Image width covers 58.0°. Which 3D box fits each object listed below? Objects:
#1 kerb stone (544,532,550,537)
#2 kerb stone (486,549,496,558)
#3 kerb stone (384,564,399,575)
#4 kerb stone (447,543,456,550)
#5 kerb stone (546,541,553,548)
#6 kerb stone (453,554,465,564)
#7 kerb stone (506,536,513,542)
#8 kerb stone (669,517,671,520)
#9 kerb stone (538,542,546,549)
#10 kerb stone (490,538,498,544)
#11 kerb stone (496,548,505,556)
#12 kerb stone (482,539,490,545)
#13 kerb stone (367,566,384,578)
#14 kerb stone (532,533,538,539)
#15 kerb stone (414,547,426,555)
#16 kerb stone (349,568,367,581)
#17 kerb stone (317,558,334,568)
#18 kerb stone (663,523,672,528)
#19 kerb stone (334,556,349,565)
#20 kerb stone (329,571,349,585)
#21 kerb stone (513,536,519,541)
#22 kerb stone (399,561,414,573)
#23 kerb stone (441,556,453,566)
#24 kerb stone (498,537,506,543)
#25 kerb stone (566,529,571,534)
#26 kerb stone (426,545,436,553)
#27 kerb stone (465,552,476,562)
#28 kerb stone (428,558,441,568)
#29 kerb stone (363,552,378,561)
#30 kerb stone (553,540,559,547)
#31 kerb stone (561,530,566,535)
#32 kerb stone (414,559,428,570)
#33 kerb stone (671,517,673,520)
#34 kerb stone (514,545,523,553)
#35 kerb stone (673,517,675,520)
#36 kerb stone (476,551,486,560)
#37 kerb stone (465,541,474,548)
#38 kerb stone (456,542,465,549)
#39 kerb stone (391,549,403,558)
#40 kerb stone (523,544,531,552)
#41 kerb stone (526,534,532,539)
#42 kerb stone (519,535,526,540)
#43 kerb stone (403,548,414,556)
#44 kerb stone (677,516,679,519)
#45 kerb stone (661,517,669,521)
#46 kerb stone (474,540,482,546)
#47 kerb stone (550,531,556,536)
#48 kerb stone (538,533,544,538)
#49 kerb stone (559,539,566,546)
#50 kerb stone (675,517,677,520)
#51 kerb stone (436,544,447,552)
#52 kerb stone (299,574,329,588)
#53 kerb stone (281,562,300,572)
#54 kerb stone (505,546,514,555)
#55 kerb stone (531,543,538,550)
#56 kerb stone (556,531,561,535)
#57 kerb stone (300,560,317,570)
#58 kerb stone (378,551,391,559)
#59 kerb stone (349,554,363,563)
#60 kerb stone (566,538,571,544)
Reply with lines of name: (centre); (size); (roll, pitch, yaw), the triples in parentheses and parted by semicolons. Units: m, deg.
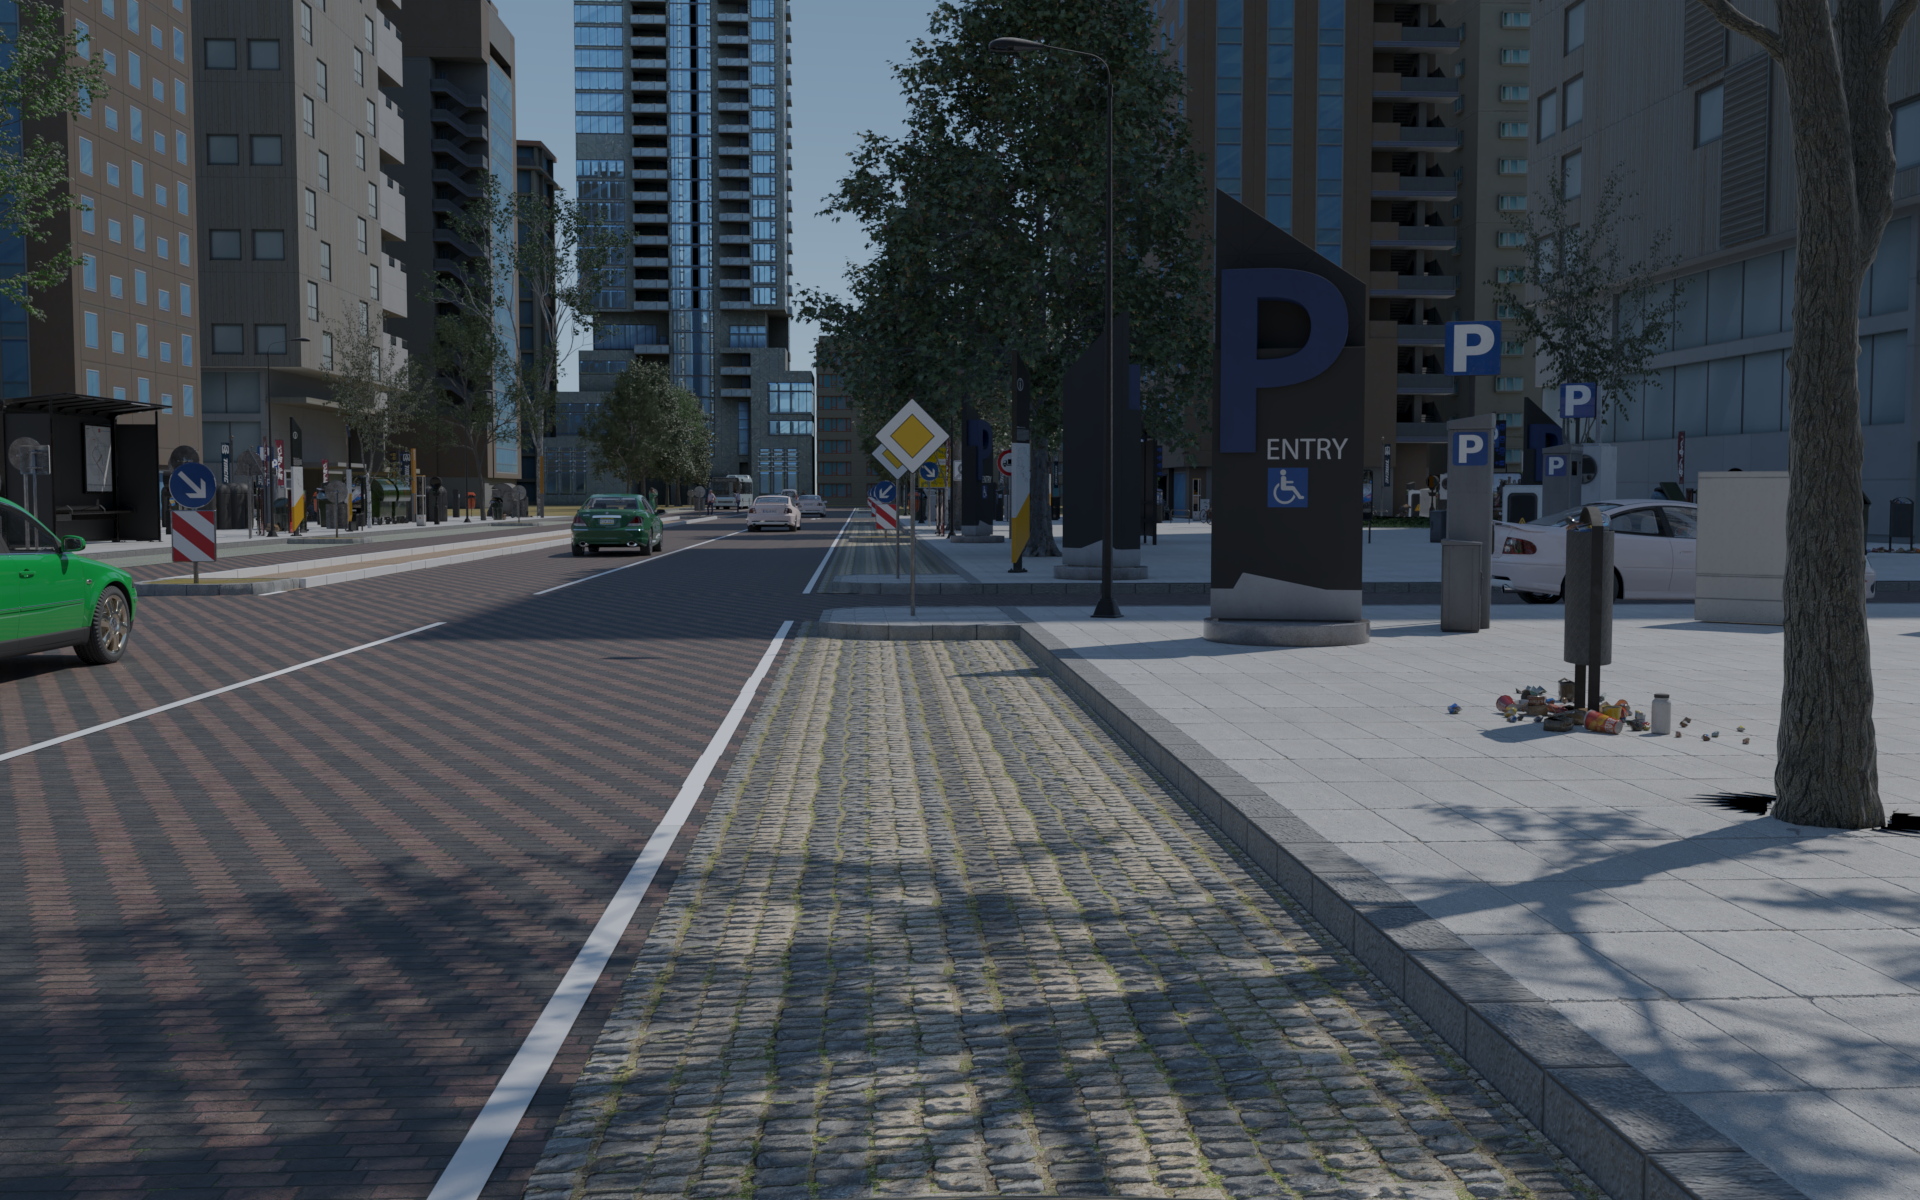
kerb stone: (-13.818, -2.151, 57.382); (0.120, 0.150, 1.000); (0, 4, -3)
kerb stone: (-10.696, -1.032, 39.073); (0.120, 0.150, 1.000); (0, 4, -3)
kerb stone: (-10.242, -0.531, 30.870); (0.120, 0.150, 1.000); (0, 4, -3)
kerb stone: (-13.081, -1.339, 44.095); (0.120, 0.150, 1.000); (0, 4, -3)
kerb stone: (-11.094, -1.470, 46.226); (0.120, 0.150, 1.000); (0, 4, -3)
kerb stone: (-10.520, -0.844, 35.997); (0.120, 0.150, 1.000); (0, 4, -3)
kerb stone: (-13.473, -1.776, 51.250); (0.120, 0.150, 1.000); (0, 4, -3)
kerb stone: (-15.802, -4.343, 93.203); (0.120, 0.150, 1.000); (0, 4, -3)
kerb stone: (-11.031, -1.407, 45.206); (0.120, 0.150, 1.000); (0, 4, -3)
kerb stone: (-13.364, -1.649, 49.208); (0.120, 0.150, 1.000); (0, 4, -3)
kerb stone: (-10.757, -1.092, 40.094); (0.120, 0.150, 1.000); (0, 4, -3)
kerb stone: (-13.310, -1.587, 48.184); (0.120, 0.150, 1.000); (0, 4, -3)
kerb stone: (-10.178, -0.467, 29.850); (0.120, 0.150, 1.000); (0, 4, -3)
kerb stone: (-13.704, -2.027, 55.333); (0.120, 0.150, 1.000); (0, 4, -3)
kerb stone: (-12.901, -1.150, 41.016); (0.120, 0.150, 1.000); (0, 4, -3)
kerb stone: (-10.124, -0.402, 28.830); (0.120, 0.150, 1.000); (0, 4, -3)
kerb stone: (-12.505, -0.711, 33.837); (0.120, 0.150, 1.000); (0, 4, -3)
kerb stone: (-12.684, -3.221, 74.853); (0.120, 0.150, 1.000); (0, 4, -3)
kerb stone: (-12.562, -0.775, 34.864); (0.120, 0.150, 1.000); (0, 4, -3)
kerb stone: (-10.066, -0.343, 27.808); (0.120, 0.150, 1.000); (0, 4, -3)
kerb stone: (-13.538, -1.836, 52.270); (0.120, 0.150, 1.000); (0, 4, -3)
kerb stone: (-10.298, -0.583, 31.894); (0.120, 0.150, 1.000); (0, 4, -3)
kerb stone: (-10.464, -0.776, 34.964); (0.120, 0.150, 1.000); (0, 4, -3)
kerb stone: (-13.418, -1.715, 50.229); (0.120, 0.150, 1.000); (0, 4, -3)
kerb stone: (-14.043, -2.399, 61.480); (0.120, 0.150, 1.000); (0, 4, -3)
kerb stone: (-12.965, -1.213, 42.041); (0.120, 0.150, 1.000); (0, 4, -3)
kerb stone: (-10.578, -0.907, 37.018); (0.120, 0.150, 1.000); (0, 4, -3)
kerb stone: (-10.403, -0.718, 33.943); (0.120, 0.150, 1.000); (0, 4, -3)
kerb stone: (-12.669, -0.901, 36.920); (0.120, 0.150, 1.000); (0, 4, -3)
kerb stone: (-11.147, -1.532, 47.247); (0.120, 0.150, 1.000); (0, 4, -3)
kerb stone: (-13.984, -2.340, 60.458); (0.120, 0.150, 1.000); (0, 4, -3)
kerb stone: (-10.354, -0.656, 32.922); (0.120, 0.150, 1.000); (0, 4, -3)
kerb stone: (-15.864, -4.405, 94.223); (0.120, 0.150, 1.000); (0, 4, -3)
kerb stone: (-10.859, -1.220, 42.136); (0.120, 0.150, 1.000); (0, 4, -3)
kerb stone: (-15.926, -4.468, 95.244); (0.120, 0.150, 1.000); (0, 4, -3)
kerb stone: (-10.635, -0.969, 38.043); (0.120, 0.150, 1.000); (0, 4, -3)
kerb stone: (-13.195, -1.465, 46.140); (0.120, 0.150, 1.000); (0, 4, -3)
kerb stone: (-13.136, -1.402, 45.120); (0.120, 0.150, 1.000); (0, 4, -3)
kerb stone: (-12.794, -1.026, 38.968); (0.120, 0.150, 1.000); (0, 4, -3)
kerb stone: (-10.913, -1.282, 43.158); (0.120, 0.150, 1.000); (0, 4, -3)
kerb stone: (-13.648, -1.964, 54.311); (0.120, 0.150, 1.000); (0, 4, -3)
kerb stone: (-13.587, -1.895, 53.291); (0.120, 0.150, 1.000); (0, 4, -3)
kerb stone: (-12.854, -1.088, 39.989); (0.120, 0.150, 1.000); (0, 4, -3)
kerb stone: (-16.027, -4.594, 97.299); (0.120, 0.150, 1.000); (0, 4, -3)
kerb stone: (-15.748, -4.280, 92.178); (0.120, 0.150, 1.000); (0, 4, -3)
kerb stone: (-13.255, -1.527, 47.164); (0.120, 0.150, 1.000); (0, 4, -3)
kerb stone: (-13.872, -2.209, 58.403); (0.120, 0.150, 1.000); (0, 4, -3)
kerb stone: (-13.760, -2.088, 56.361); (0.120, 0.150, 1.000); (0, 4, -3)
kerb stone: (-11.207, -1.595, 48.268); (0.120, 0.150, 1.000); (0, 4, -3)
kerb stone: (-15.976, -4.526, 96.275); (0.120, 0.150, 1.000); (0, 4, -3)
kerb stone: (-13.013, -1.277, 43.075); (0.120, 0.150, 1.000); (0, 4, -3)
kerb stone: (-10.016, -0.281, 26.787); (0.120, 0.150, 1.000); (0, 4, -3)
kerb stone: (-12.393, -0.587, 31.794); (0.120, 0.150, 1.000); (0, 4, -3)
kerb stone: (-10.809, -1.157, 41.115); (0.120, 0.150, 1.000); (0, 4, -3)
kerb stone: (-10.977, -1.341, 44.180); (0.120, 0.150, 1.000); (0, 4, -3)
kerb stone: (-13.929, -2.278, 59.437); (0.120, 0.150, 1.000); (0, 4, -3)
kerb stone: (-12.449, -0.650, 32.817); (0.120, 0.150, 1.000); (0, 4, -3)
kerb stone: (-12.732, -0.963, 37.948); (0.120, 0.150, 1.000); (0, 4, -3)
kerb stone: (-12.624, -0.838, 35.899); (0.120, 0.150, 1.000); (0, 4, -3)
kerb stone: (-11.260, -1.656, 49.292); (0.120, 0.150, 1.000); (0, 4, -3)
